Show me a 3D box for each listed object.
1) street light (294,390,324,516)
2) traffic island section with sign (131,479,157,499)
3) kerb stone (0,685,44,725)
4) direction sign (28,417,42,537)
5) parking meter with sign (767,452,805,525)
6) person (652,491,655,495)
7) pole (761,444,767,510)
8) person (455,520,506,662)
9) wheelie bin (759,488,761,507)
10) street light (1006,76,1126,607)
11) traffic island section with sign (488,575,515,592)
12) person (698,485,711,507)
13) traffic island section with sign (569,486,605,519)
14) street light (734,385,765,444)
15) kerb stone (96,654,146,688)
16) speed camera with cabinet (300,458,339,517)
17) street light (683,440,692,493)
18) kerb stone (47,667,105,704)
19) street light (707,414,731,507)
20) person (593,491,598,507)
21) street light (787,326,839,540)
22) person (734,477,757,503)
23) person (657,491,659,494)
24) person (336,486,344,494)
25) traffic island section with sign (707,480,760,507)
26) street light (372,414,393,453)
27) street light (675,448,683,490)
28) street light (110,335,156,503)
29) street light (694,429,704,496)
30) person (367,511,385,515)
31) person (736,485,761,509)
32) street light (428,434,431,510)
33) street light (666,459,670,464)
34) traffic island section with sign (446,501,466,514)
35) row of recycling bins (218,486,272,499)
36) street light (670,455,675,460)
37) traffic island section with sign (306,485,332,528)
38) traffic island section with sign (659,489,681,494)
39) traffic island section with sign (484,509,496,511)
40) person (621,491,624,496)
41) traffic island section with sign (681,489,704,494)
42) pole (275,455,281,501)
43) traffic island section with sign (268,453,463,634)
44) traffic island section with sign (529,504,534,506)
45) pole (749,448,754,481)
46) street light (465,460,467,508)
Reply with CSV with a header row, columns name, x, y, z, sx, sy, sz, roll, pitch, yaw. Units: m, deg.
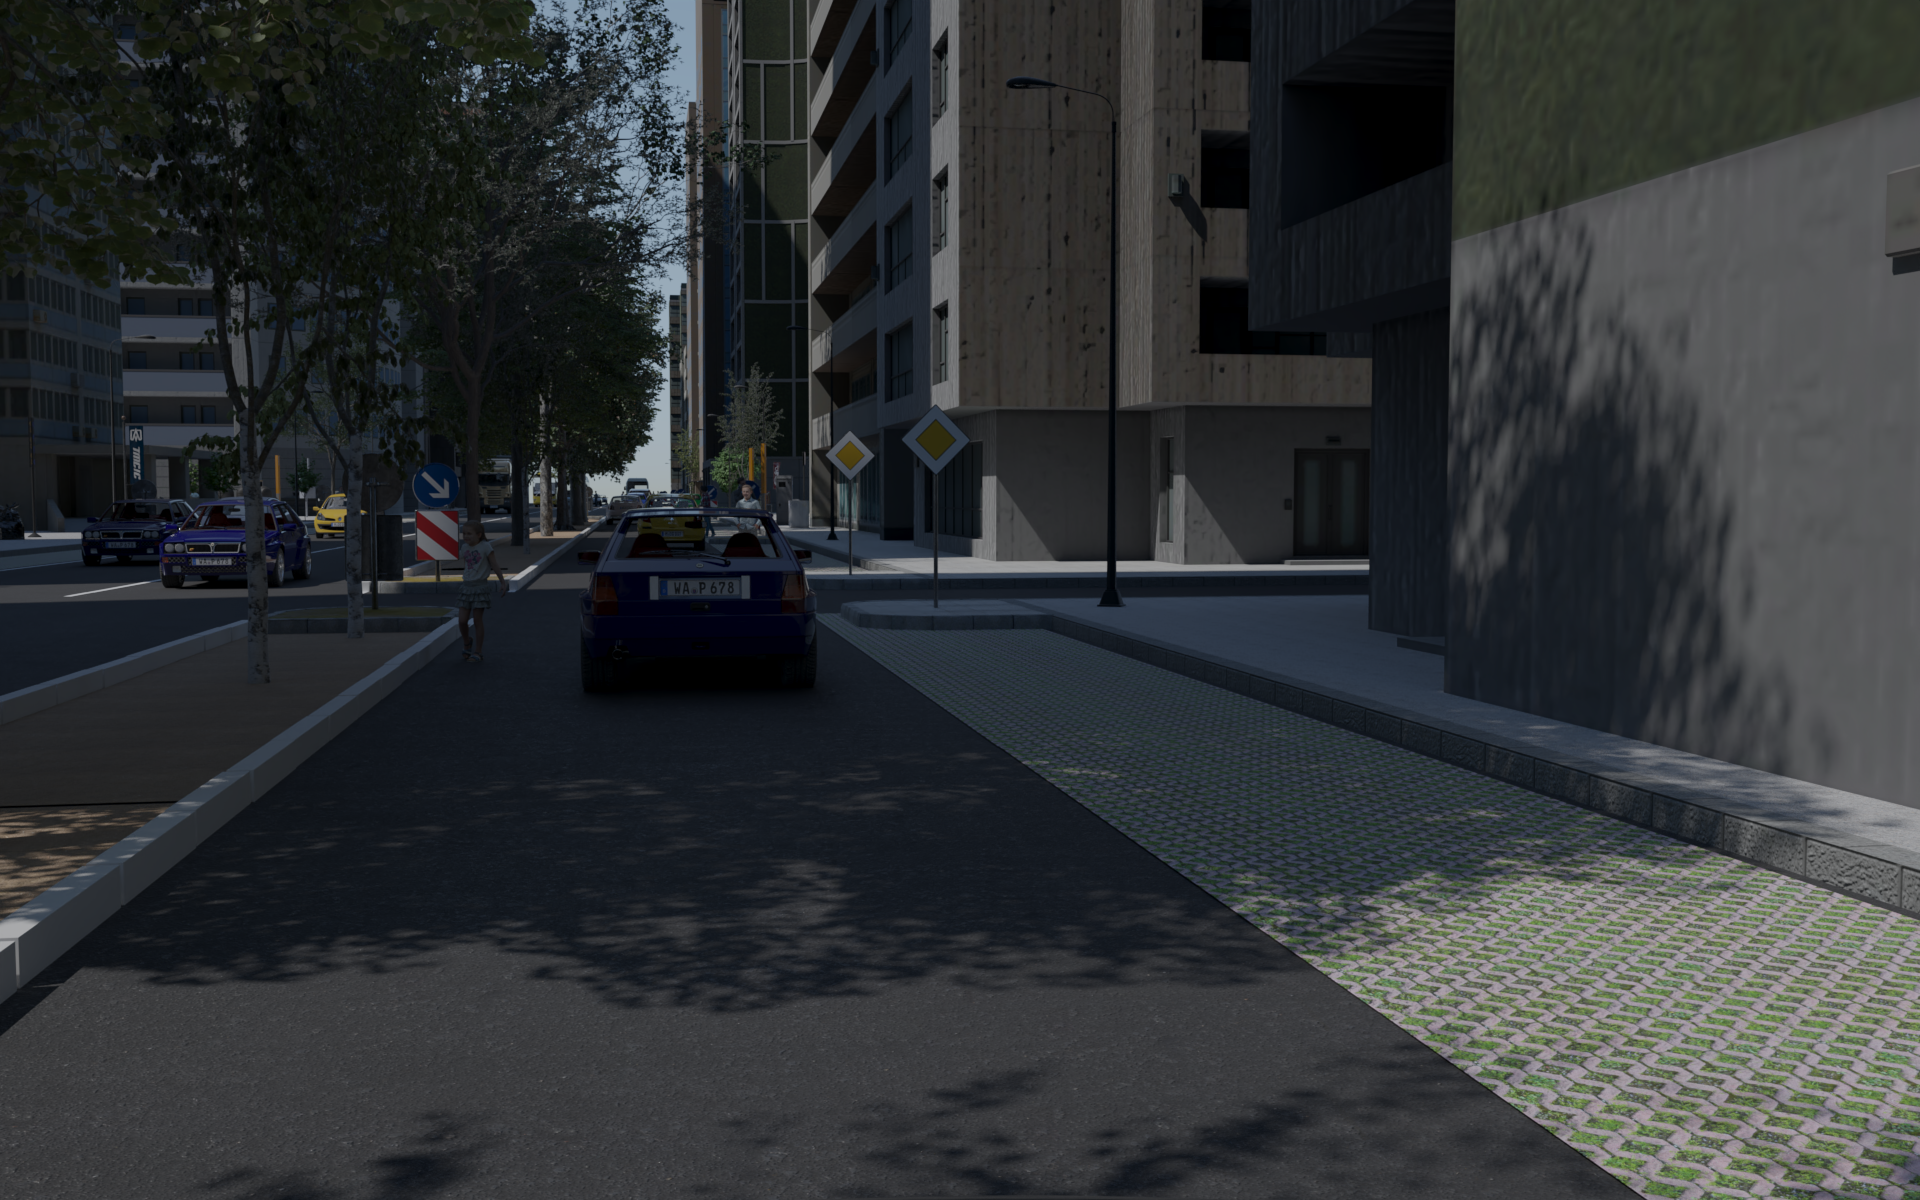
name,x,y,z,sx,sy,sz,roll,pitch,yaw
street light,-29.199,-6.428,77.634,1.470,5.913,1.316,-1,4,-10
traffic island section with sign,-21.926,-2.308,46.367,1.989,1.847,2.006,-1,4,-10
kerb stone,-6.063,0.674,11.179,0.120,0.150,1.000,-1,4,-10
direction sign,-27.440,-3.624,51.254,0.379,3.537,0.876,-1,4,-20
parking meter with sign,-7.285,-4.614,71.694,1.738,3.016,0.543,0,4,-3
person,-40.568,-13.501,229.252,1.348,1.823,0.705,0,4,-6
pole,-7.933,-4.659,70.018,0.158,3.312,0.155,0,3,0
person,-4.106,-0.085,14.898,0.505,1.210,0.382,1,4,15
wheelie bin,-11.154,-5.386,95.969,0.693,1.594,0.980,2,4,34
street light,1.199,-2.875,19.541,1.470,5.913,1.316,-1,4,-10
traffic island section with sign,-7.756,-1.089,25.941,2.006,1.907,1.989,-1,4,-10
person,-8.283,-2.899,56.743,0.643,1.720,0.563,-1,4,-19
traffic island section with sign,-21.496,-5.607,99.817,2.006,1.907,1.989,-1,4,-10
street light,-8.959,-6.224,74.304,1.470,5.913,1.316,-1,4,-10
kerb stone,-6.427,0.552,13.191,0.120,0.150,1.000,-1,4,-10
speed camera with cabinet,-35.657,-6.242,96.400,2.038,3.252,0.660,-3,5,-45
street light,-22.967,-10.836,149.708,1.470,5.913,1.316,-1,4,-10
kerb stone,-6.248,0.612,12.184,0.120,0.150,1.000,-1,4,-10
street light,-13.991,-7.863,101.099,1.470,5.913,1.316,-1,4,-10
person,-40.700,-11.311,193.511,0.705,1.814,1.350,-3,4,-37
street light,-4.091,-4.618,48.040,1.470,5.913,1.316,-1,4,-10
person,-5.237,-2.100,42.636,0.655,1.846,0.447,-2,4,-28
person,-29.900,-9.957,171.823,1.217,1.766,0.721,1,4,18
person,-28.809,-4.405,80.620,0.635,1.810,0.391,-1,4,-19
traffic island section with sign,-6.227,-2.522,49.860,1.989,1.847,2.006,-1,4,-10
street light,-33.302,-7.790,99.907,1.470,5.913,1.316,-1,4,-10
street light,-27.954,-12.473,176.469,1.470,5.913,1.316,-1,4,-10
street light,-24.153,-4.773,50.581,1.470,5.913,1.316,-1,4,-10
street light,-18.057,-9.230,123.452,1.470,5.913,1.316,-1,4,-10
person,-10.397,-1.361,30.933,0.473,1.802,0.592,0,4,2
person,-3.929,-1.333,32.099,0.589,1.601,0.330,1,4,15
street light,-38.362,-9.441,126.907,1.470,5.913,1.316,-1,4,-10
street light,-38.278,-15.870,232.016,1.470,5.913,1.316,-1,4,-10
traffic island section with sign,-36.131,-6.983,122.805,1.989,1.847,2.006,-1,4,-10
row of recycling bins,-37.866,-5.106,90.603,3.534,1.692,1.069,-1,4,-17
street light,-33.227,-14.204,204.780,1.470,5.913,1.316,-1,4,-10
traffic island section with sign,-26.897,-3.947,73.155,1.989,1.847,2.006,-1,4,-10
traffic island section with sign,-25.256,-8.783,152.224,1.989,1.847,2.006,-1,4,-10
traffic island section with sign,-41.063,-8.604,149.307,1.989,1.847,2.006,-1,4,-10
person,-32.130,-9.526,165.194,0.436,1.711,0.756,0,4,4
traffic island section with sign,-11.150,-4.143,76.364,1.989,1.847,2.006,-1,4,-10
pole,-35.942,-5.960,91.290,0.158,3.312,0.155,0,3,0
traffic island section with sign,-6.412,-0.643,18.656,2.006,1.907,1.989,-1,4,-10
traffic island section with sign,-56.018,-13.527,229.787,1.989,1.847,2.006,-1,4,-10
pole,-9.259,-5.084,76.964,0.158,3.312,0.155,0,3,0
street light,-43.417,-11.104,154.097,1.470,5.913,1.316,-1,4,-10
